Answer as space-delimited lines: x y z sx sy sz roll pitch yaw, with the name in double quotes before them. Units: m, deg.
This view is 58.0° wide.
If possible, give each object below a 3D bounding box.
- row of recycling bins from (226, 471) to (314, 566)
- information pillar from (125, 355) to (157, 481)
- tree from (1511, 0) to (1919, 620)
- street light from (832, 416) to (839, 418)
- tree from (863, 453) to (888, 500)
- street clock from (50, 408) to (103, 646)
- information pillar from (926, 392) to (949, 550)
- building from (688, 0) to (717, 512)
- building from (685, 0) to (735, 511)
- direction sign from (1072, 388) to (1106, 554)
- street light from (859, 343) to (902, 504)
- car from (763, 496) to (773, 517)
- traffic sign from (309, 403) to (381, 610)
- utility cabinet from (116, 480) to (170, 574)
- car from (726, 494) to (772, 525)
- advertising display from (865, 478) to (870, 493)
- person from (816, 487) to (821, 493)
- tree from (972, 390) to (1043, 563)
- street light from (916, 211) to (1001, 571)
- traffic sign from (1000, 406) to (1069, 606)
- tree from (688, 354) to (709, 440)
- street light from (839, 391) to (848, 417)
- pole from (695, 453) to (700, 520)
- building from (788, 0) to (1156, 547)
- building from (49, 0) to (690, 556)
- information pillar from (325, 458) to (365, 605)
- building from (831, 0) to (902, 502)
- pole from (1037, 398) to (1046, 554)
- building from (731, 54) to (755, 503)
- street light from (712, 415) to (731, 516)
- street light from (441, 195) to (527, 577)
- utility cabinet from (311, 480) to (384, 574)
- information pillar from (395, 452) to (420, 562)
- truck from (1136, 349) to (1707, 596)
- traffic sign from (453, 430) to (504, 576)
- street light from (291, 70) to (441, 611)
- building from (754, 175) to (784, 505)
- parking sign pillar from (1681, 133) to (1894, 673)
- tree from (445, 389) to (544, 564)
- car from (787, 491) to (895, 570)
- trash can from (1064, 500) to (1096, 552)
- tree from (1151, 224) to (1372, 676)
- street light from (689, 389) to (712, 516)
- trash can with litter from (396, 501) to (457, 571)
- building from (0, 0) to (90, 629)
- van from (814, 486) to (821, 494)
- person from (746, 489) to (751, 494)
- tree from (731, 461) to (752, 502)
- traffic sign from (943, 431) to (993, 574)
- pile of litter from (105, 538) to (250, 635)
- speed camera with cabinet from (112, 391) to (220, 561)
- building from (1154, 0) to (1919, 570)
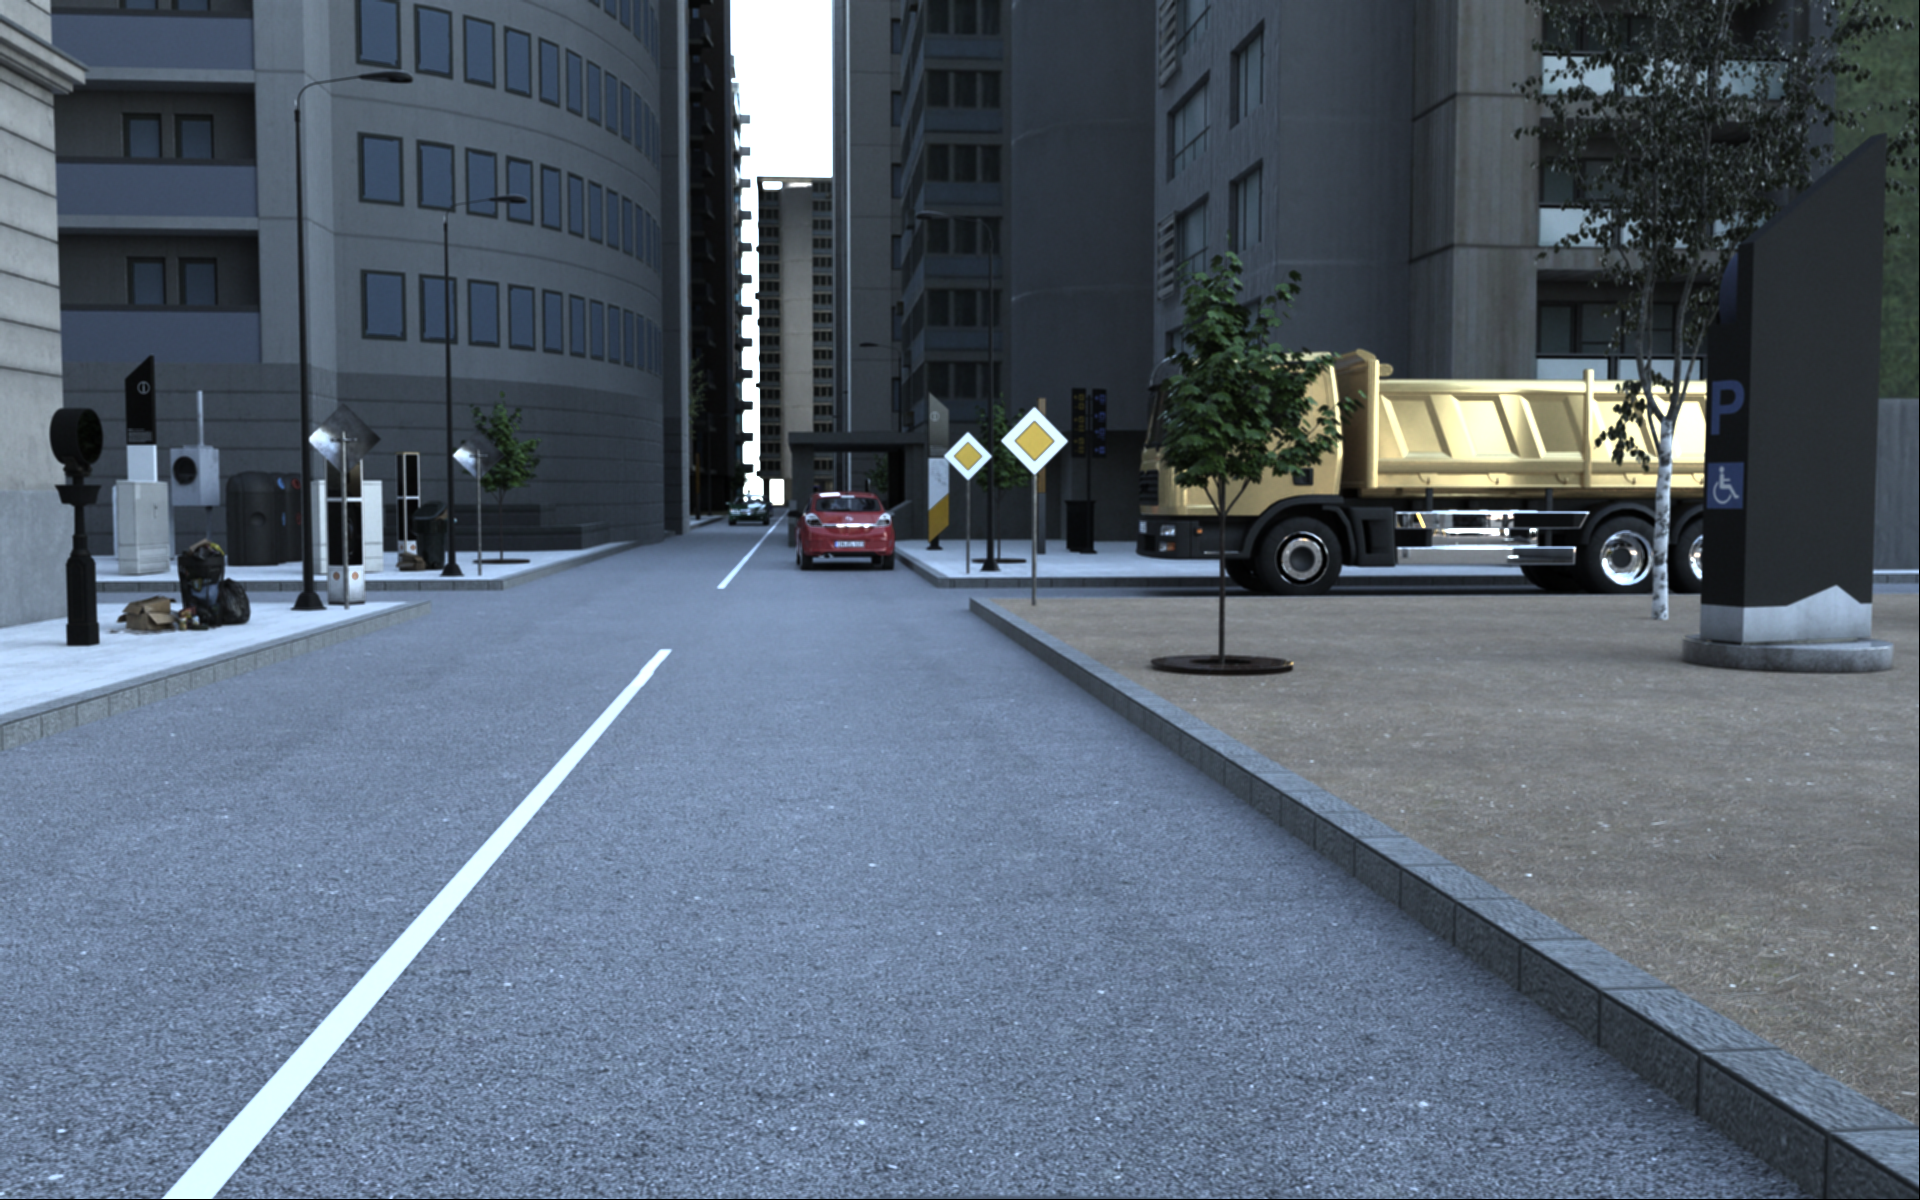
"row of recycling bins" -12.884 -1.547 32.412 1.069 1.692 3.534 0 4 -6
"information pillar" -13.776 -2.315 29.202 0.504 3.616 0.183 0 4 4
"tree" 7.400 -4.111 17.584 4.360 8.622 3.978 0 3 0
"street light" -6.874 -7.955 102.609 1.470 5.913 1.316 0 4 -5
"tree" -2.933 -4.660 70.795 1.663 3.219 1.824 0 3 0
"street clock" -7.456 -0.618 14.668 0.358 2.002 0.471 0 4 -1
"information pillar" -0.507 -2.961 39.770 0.504 3.616 0.183 -1 4 -14
"building" -27.796 -28.135 114.640 22.147 44.769 28.867 0 4 -5
"building" -25.110 -29.745 136.448 14.600 45.320 14.200 0 4 -5
"direction sign" 2.775 -2.771 37.305 0.876 3.537 0.379 -2 4 -30
"street light" -2.384 -4.940 53.317 1.470 5.913 1.316 0 4 -5
"car" -12.574 -5.831 107.919 1.945 1.354 3.894 0 4 -3
"traffic sign" -6.816 -0.951 19.197 0.795 2.450 0.064 0 4 -5
"utility cabinet" -13.067 -1.167 27.752 0.318 1.500 1.173 0 4 -1
"car" -9.832 -4.222 80.820 2.131 1.459 4.920 0 4 -5
"advertising display" -3.635 -3.855 68.251 0.123 1.923 0.974 0 4 1
"person" -7.863 -5.340 95.912 0.694 1.812 0.767 1 4 12
"tree" 0.751 -2.309 32.360 1.663 3.219 1.824 0 3 0
"street light" -0.032 -3.434 28.681 1.470 5.913 1.316 0 4 -5
"traffic sign" 0.849 -0.993 19.871 0.795 2.450 0.064 0 4 -5
"tree" -12.737 -7.474 72.555 4.737 8.622 4.395 0 3 0
"street light" -4.578 -6.448 77.967 1.470 5.913 1.316 0 4 -5
"pole" -13.005 -5.631 85.913 0.158 3.312 0.155 0 3 0
"building" 10.782 -22.142 53.911 32.217 40.220 23.993 0 4 -5
"building" -19.285 -30.956 48.123 21.231 58.520 28.212 0 4 -5
"information pillar" -7.131 -0.953 20.074 0.304 2.012 0.304 2 4 27
"building" -1.661 -38.071 164.455 21.231 58.520 28.212 0 4 -5
"pole" 1.730 -2.633 36.886 0.158 3.312 0.155 0 3 0
"building" -38.538 -35.171 194.650 30.456 49.044 23.786 0 4 -5
"street light" -14.087 -7.870 101.208 1.470 5.913 1.316 0 4 -5
"street light" -7.414 -3.330 26.979 1.470 5.913 1.316 0 4 -5
"utility cabinet" -9.900 -1.176 27.914 0.318 1.500 1.173 2 4 35
"information pillar" -9.781 -1.604 30.721 0.304 2.012 0.304 -3 5 -44
"truck" 6.631 -1.752 24.565 9.791 3.379 3.469 0 4 -4
"traffic sign" -7.539 -1.438 27.150 0.795 2.450 0.064 0 4 -5
"street light" -6.691 -2.847 19.093 1.470 5.913 1.316 0 4 -5
"building" -11.650 -31.151 201.196 23.993 40.220 32.217 0 4 -5
"parking sign pillar" 6.236 -1.499 12.974 1.447 3.967 1.447 -1 4 -22
"tree" -8.473 -2.296 32.138 1.663 3.219 1.824 0 3 0
"car" -2.311 -1.537 34.168 2.155 1.783 4.494 0 4 -7
"trash can" 2.670 -1.641 38.476 0.748 1.137 0.748 0 3 0
"tree" 1.864 -1.096 12.526 1.663 3.219 1.824 0 3 0
"street light" -11.875 -6.362 76.559 1.470 5.913 1.316 0 4 -5
"trash can with litter" -8.997 -1.086 29.148 0.624 1.170 1.055 1 4 15
"building" -19.840 -13.639 10.383 23.554 28.519 14.401 0 4 -5
"van" -11.510 -7.799 131.892 2.240 2.365 5.245 0 4 -7
"person" -12.535 -5.774 103.693 0.721 1.735 1.217 -1 4 -14
"tree" -19.972 -10.263 151.507 4.285 4.588 4.351 0 3 0
"traffic sign" 0.126 -1.479 27.824 0.795 2.450 0.064 0 4 -5
"pile of litter" -7.554 -0.166 16.673 1.176 0.858 1.719 1 4 20
"speed camera with cabinet" -15.284 -2.383 33.296 2.038 3.252 0.660 1 4 16
"building" 12.145 -21.473 34.686 14.086 41.232 14.154 0 4 -5
